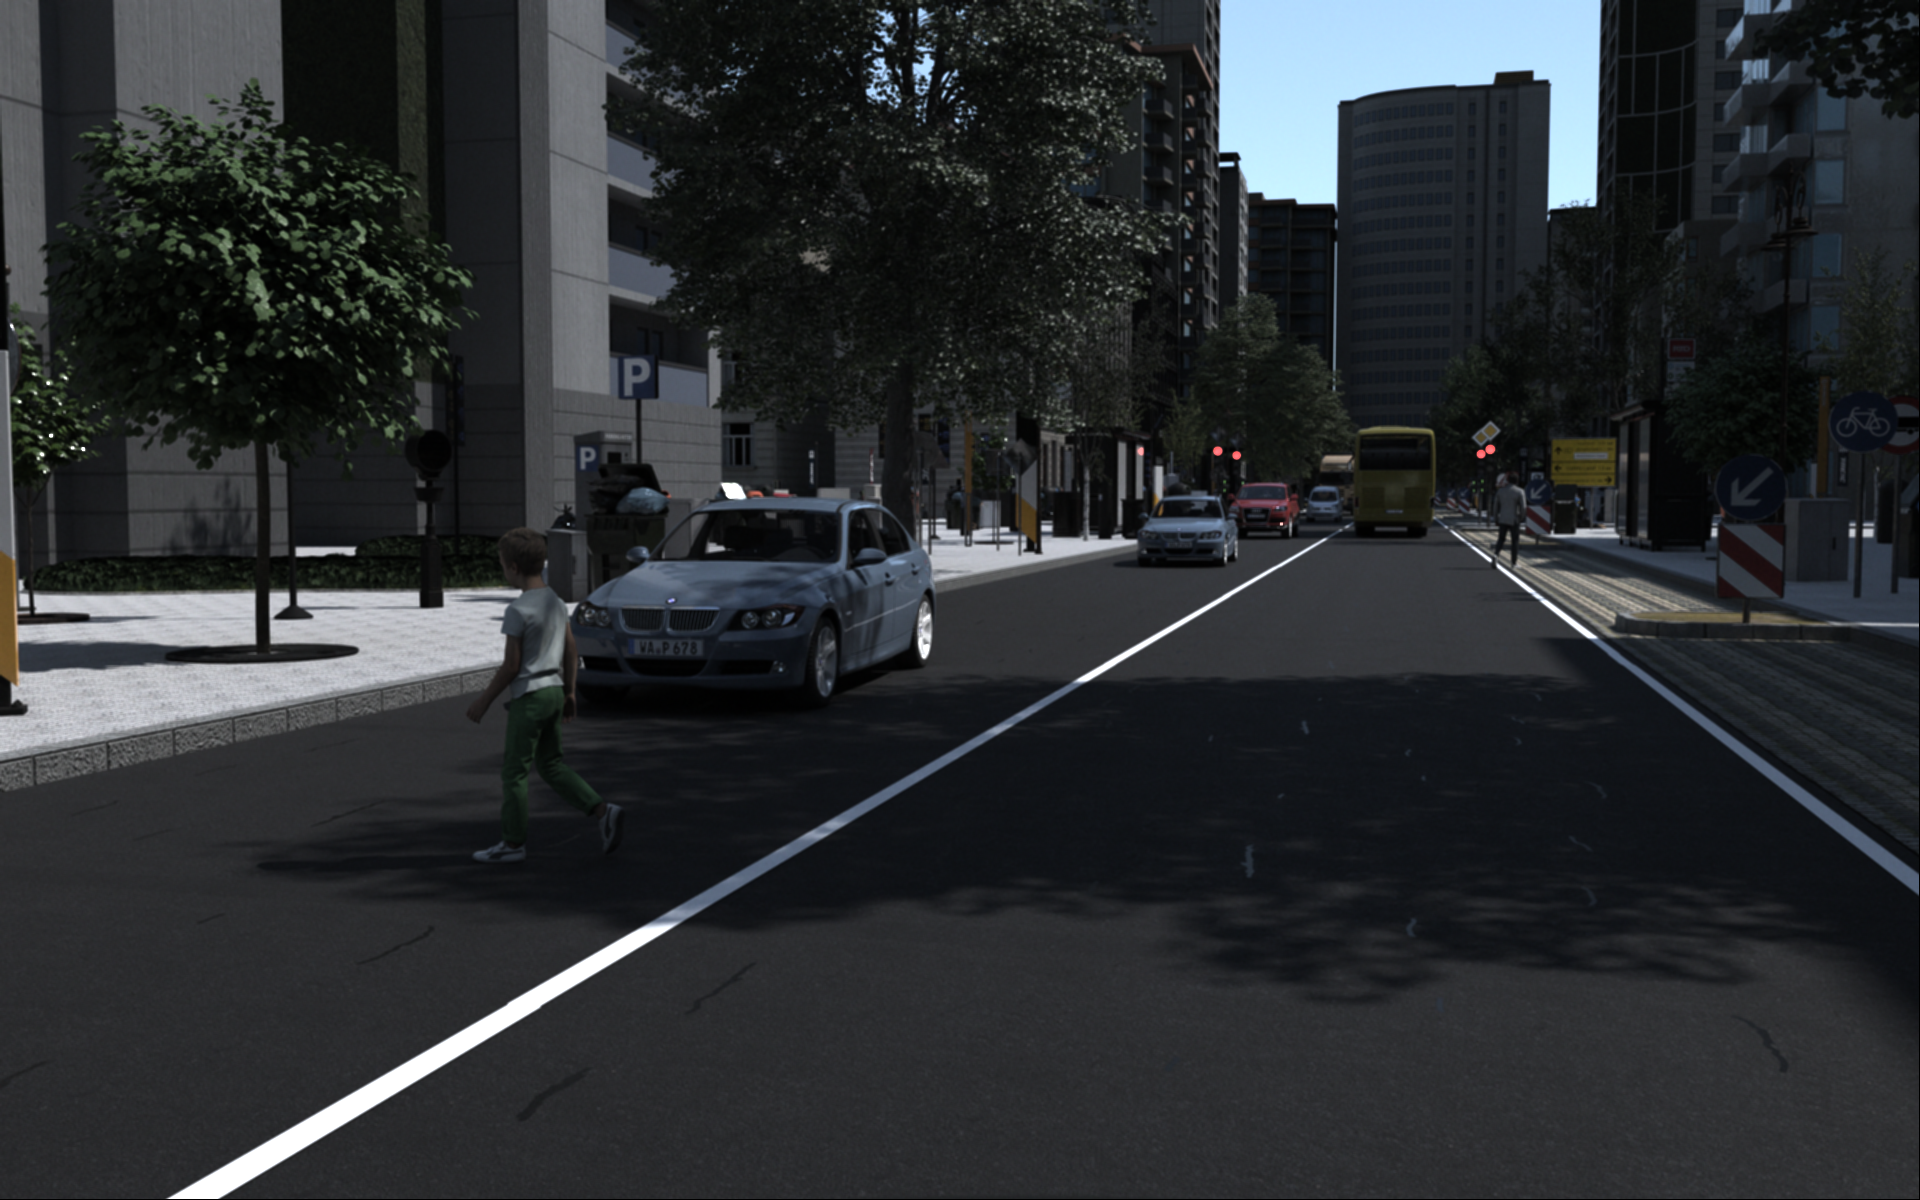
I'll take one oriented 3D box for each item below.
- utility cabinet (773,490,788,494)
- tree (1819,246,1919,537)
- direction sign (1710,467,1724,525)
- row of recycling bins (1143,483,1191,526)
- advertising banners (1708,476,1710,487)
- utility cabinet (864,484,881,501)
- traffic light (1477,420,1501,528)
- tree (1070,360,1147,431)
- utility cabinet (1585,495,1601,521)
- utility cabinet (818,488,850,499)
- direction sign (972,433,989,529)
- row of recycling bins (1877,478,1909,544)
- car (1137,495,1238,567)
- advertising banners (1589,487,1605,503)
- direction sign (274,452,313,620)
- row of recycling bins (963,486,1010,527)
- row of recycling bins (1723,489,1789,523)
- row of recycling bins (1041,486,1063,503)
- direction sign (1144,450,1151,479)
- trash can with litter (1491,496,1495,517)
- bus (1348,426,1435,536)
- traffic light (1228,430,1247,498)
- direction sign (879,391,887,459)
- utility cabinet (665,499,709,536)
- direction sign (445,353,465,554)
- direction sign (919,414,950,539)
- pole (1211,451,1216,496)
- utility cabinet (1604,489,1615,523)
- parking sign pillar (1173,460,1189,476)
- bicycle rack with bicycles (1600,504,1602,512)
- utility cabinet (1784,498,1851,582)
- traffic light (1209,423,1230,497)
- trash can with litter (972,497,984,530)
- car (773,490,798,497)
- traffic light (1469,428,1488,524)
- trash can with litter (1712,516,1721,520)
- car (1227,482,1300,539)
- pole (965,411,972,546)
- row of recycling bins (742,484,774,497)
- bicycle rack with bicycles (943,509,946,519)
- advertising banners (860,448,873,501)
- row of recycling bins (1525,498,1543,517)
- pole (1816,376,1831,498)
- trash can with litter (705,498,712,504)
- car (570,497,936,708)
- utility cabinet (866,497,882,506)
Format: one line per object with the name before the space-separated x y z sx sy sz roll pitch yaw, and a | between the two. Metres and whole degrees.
utility cabinet | -9.085 -4.789 86.976 0.318 1.500 1.173 2 4 30
tree | 27.191 -6.155 50.999 4.737 8.622 4.395 0 3 0
direction sign | 32.090 -4.942 72.804 0.876 3.537 0.379 3 4 39
row of recycling bins | 6.649 -3.347 61.841 3.534 1.692 1.069 -2 4 -27
advertising banners | 60.008 -8.649 137.606 2.074 3.025 0.090 0 4 -3
utility cabinet | -1.799 -1.911 39.928 0.318 1.500 1.173 2 4 25
traffic light | 20.212 -4.725 66.180 0.839 4.253 0.868 1 4 14
tree | 7.977 -8.901 95.890 4.737 8.622 4.395 0 3 0
utility cabinet | 30.113 -4.389 82.922 1.020 1.237 0.306 0 4 8
utility cabinet | -4.714 -3.422 64.630 1.173 1.500 0.318 -2 4 -24
direction sign | 0.665 -4.393 63.820 0.876 3.537 0.379 -1 4 -23
row of recycling bins | 25.126 -2.255 43.984 1.069 1.692 3.534 -3 4 -36
car | 4.748 -1.452 35.743 2.014 1.417 4.499 1 4 13
advertising banners | 37.940 -6.423 101.210 2.074 3.025 0.090 2 4 26
direction sign | -6.872 -1.575 17.754 0.379 3.537 0.876 1 4 10
row of recycling bins | 1.115 -3.762 68.622 1.069 1.692 3.534 -2 4 -31
row of recycling bins | 34.427 -4.148 74.938 1.069 1.692 3.534 -1 4 -15
row of recycling bins | 4.832 -4.998 88.823 1.069 1.692 3.534 1 4 21
direction sign | 9.469 -5.984 89.829 0.876 3.537 0.379 2 4 27
trash can with litter | 30.548 -5.365 99.102 0.624 1.170 1.055 1 4 20
bus | 15.322 -4.293 61.739 2.896 3.916 12.252 1 4 12
traffic light | 12.244 -5.353 76.435 0.839 4.253 0.868 1 4 14
direction sign | -1.481 -2.806 37.868 0.379 3.537 0.876 -3 5 -42
utility cabinet | -3.817 -0.795 24.152 0.306 1.237 1.020 -2 4 -30
direction sign | -8.213 -2.216 28.222 0.379 3.537 0.876 0 4 1
direction sign | -0.729 -3.487 49.004 0.876 3.537 0.379 0 4 0
pole | 12.096 -5.426 82.550 0.158 3.312 0.155 0 3 0
utility cabinet | 28.362 -4.086 75.481 0.318 1.500 1.173 2 4 30
parking sign pillar | 15.175 -8.058 120.220 1.447 3.967 1.447 1 4 21
bicycle rack with bicycles | 33.442 -4.682 89.939 2.925 0.926 2.852 1 4 16
utility cabinet | 12.650 -0.881 25.566 1.020 1.237 0.306 -1 4 -22
traffic light | 10.266 -4.879 68.698 0.839 4.253 0.868 1 4 14
trash can with litter | 0.505 -3.064 61.486 0.624 1.170 1.055 0 4 6
car | -9.147 -4.276 78.946 4.494 1.783 2.155 1 4 13
traffic light | 22.191 -5.199 73.917 0.839 4.253 0.868 1 4 14
trash can with litter | 37.684 -4.649 87.066 1.678 1.210 2.233 2 4 27
car | 10.020 -2.957 57.027 2.281 1.827 5.304 1 4 15
pole | 0.201 -2.967 42.360 0.158 3.312 0.155 0 3 0
row of recycling bins | -9.396 -3.950 71.703 3.534 1.692 1.069 1 4 12
bicycle rack with bicycles | 0.805 -4.485 86.712 2.852 0.926 2.925 -2 4 -27
advertising banners | -3.485 -4.212 65.059 0.090 3.025 2.074 1 4 11
row of recycling bins | 28.296 -4.792 85.468 1.069 1.692 3.534 -1 4 -11
pole | 14.964 -2.214 30.044 0.158 3.312 0.155 0 3 0
trash can with litter | -6.230 -2.084 45.456 1.055 1.170 0.624 0 4 6
car | -1.400 -0.076 13.247 2.014 1.417 4.499 1 4 13
utility cabinet | -1.575 -1.426 34.470 0.306 1.237 1.020 1 4 13
